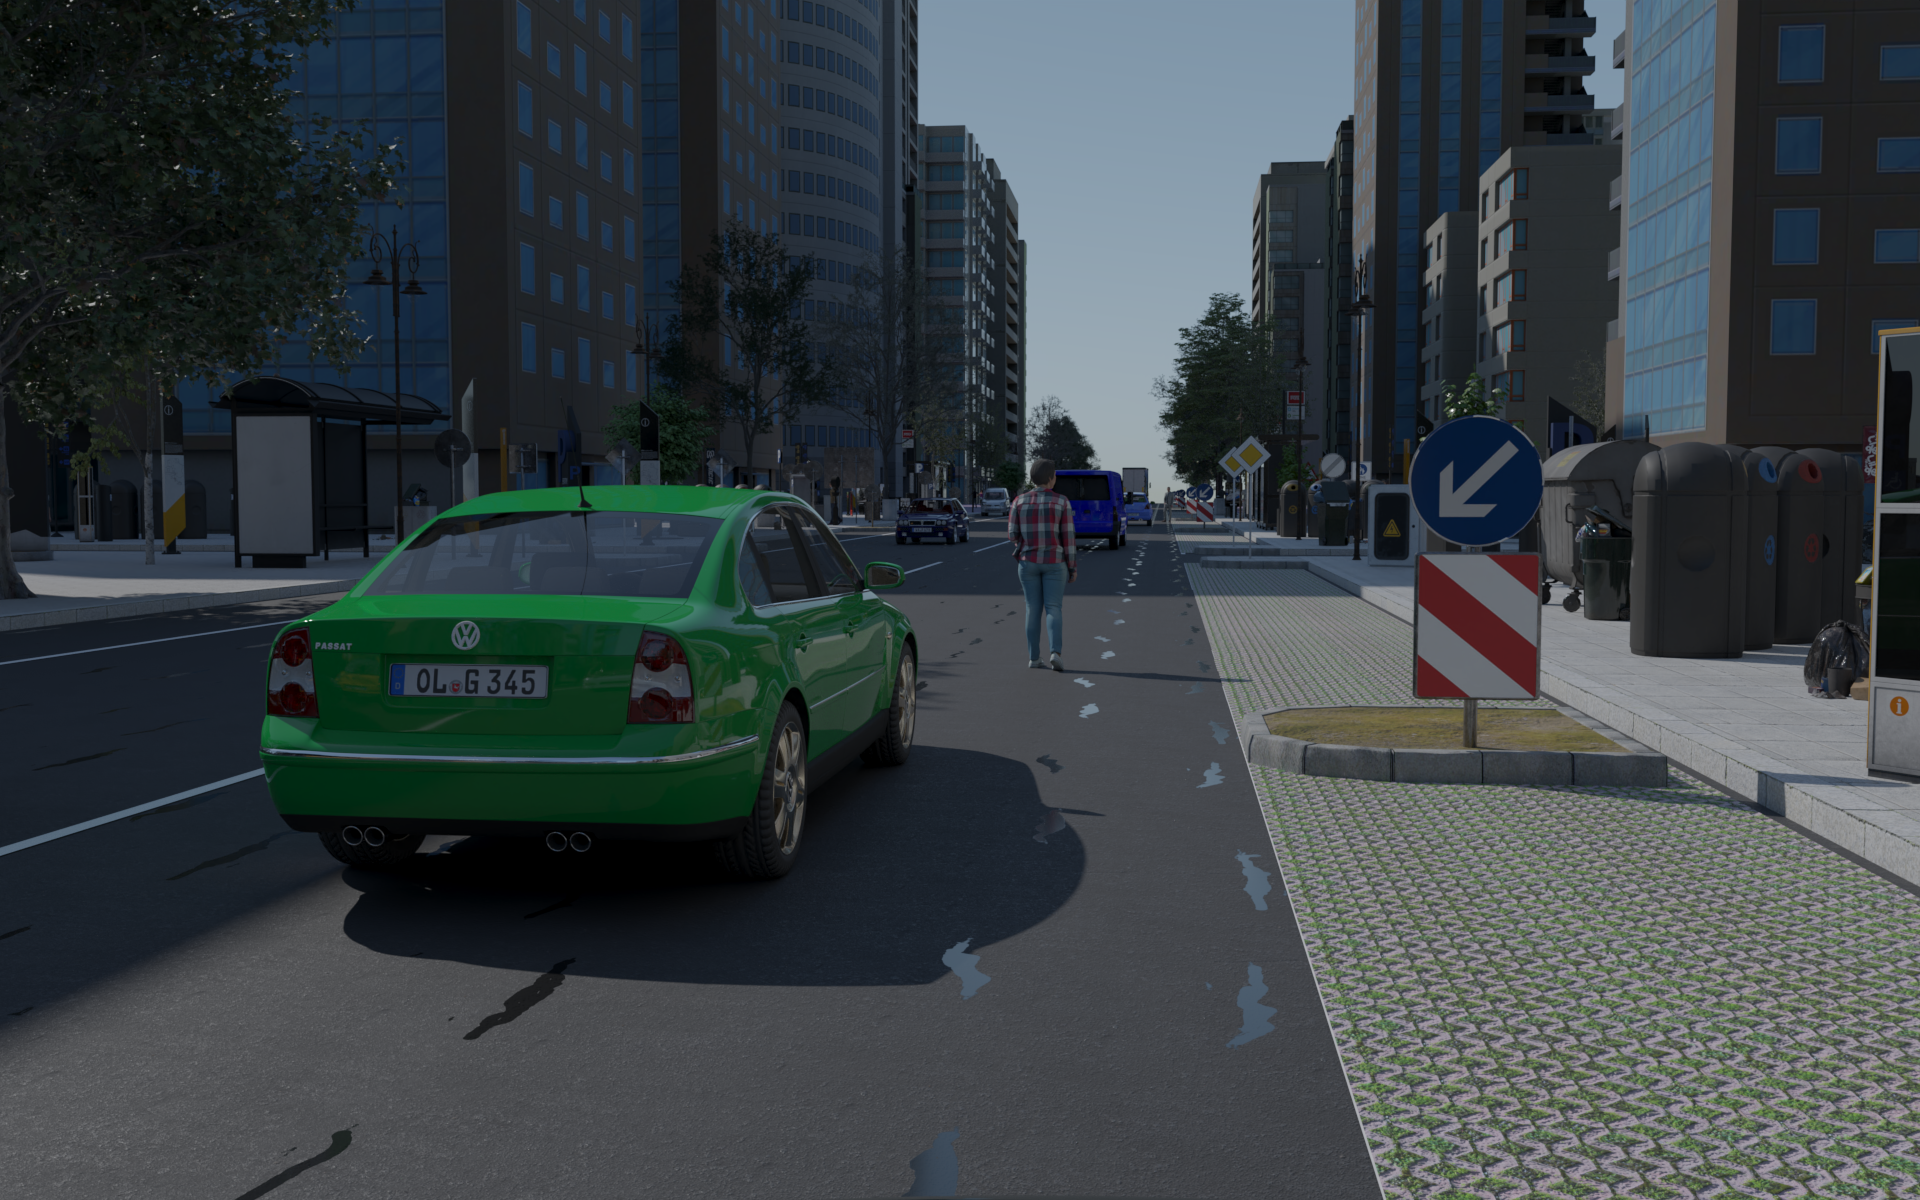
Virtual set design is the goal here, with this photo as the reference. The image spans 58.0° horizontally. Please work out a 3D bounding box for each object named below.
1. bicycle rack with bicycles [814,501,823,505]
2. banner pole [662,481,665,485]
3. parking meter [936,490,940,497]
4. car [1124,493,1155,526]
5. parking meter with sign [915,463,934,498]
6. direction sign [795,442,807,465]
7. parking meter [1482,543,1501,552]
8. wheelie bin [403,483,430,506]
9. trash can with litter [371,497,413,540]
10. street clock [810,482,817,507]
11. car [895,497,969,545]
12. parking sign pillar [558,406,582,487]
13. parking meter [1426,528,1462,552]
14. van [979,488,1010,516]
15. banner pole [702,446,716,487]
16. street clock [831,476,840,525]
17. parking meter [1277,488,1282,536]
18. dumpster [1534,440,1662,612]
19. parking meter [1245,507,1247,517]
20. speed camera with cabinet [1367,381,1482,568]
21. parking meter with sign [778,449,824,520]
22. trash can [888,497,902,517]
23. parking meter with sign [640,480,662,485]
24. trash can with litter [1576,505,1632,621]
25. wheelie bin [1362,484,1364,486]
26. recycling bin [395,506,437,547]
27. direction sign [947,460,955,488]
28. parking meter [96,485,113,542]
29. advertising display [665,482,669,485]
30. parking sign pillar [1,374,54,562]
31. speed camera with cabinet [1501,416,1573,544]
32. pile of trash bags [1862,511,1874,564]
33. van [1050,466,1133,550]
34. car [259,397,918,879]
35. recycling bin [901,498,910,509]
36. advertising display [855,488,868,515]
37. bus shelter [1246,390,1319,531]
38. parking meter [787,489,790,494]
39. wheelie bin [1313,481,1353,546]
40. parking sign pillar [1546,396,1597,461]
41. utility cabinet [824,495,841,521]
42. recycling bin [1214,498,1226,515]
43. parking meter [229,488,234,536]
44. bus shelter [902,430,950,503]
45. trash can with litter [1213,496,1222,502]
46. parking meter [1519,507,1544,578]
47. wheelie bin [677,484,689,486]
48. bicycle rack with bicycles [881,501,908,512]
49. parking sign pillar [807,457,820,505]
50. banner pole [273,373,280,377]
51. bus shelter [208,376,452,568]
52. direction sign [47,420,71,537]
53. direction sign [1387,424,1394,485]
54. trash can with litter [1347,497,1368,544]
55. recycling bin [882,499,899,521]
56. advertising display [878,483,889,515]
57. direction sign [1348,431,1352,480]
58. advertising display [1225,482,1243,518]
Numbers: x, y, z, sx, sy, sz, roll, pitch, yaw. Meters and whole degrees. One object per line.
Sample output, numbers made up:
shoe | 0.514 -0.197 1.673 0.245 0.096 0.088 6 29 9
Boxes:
bicycle rack with bicycles | -8.056 -4.862 92.880 2.852 0.926 2.925 1 4 9
banner pole | -12.203 -4.858 69.448 0.863 3.779 0.401 1 4 9
parking meter | -1.375 -5.891 104.725 0.372 1.533 0.369 0 3 0
car | 7.932 -4.251 79.093 1.945 1.707 3.694 0 4 7
parking meter with sign | -1.845 -6.190 97.474 0.543 3.016 1.738 -2 4 -35
direction sign | -6.980 -5.151 76.219 0.379 3.537 0.876 -3 5 -41
parking meter | 9.924 -1.638 32.488 0.399 1.863 0.255 3 4 36
wheelie bin | -16.269 -2.683 51.775 0.693 1.594 0.980 -3 5 -42
trash can with litter | -16.048 -2.335 49.239 1.678 1.210 2.233 1 4 18
street clock | -8.505 -5.843 100.105 0.471 2.002 0.358 -1 4 -23
car | -0.787 -2.316 50.439 1.945 1.354 3.894 1 4 8
parking sign pillar | -11.763 -3.903 52.290 1.447 3.967 1.447 -2 4 -25
parking meter | 5.833 -0.925 20.836 0.255 1.863 0.399 -2 4 -29
van | 2.312 -6.492 113.155 2.013 2.044 4.112 0 4 6
banner pole | -12.005 -5.652 82.426 0.863 3.779 0.401 1 4 15
street clock | -5.083 -4.051 70.799 0.358 2.002 0.471 1 4 19
parking meter | 9.999 -2.763 53.590 0.372 1.533 0.369 0 3 0
dumpster | 7.213 -0.831 19.339 1.264 1.857 1.865 0 4 6
parking meter | 16.067 -5.385 96.456 0.372 1.533 0.369 0 3 0
speed camera with cabinet | 8.188 -2.193 30.197 2.038 3.252 0.660 3 4 36
parking meter with sign | -6.167 -4.346 67.318 1.738 3.016 0.543 -1 4 -17
trash can | -3.247 -4.557 86.159 0.748 1.137 0.748 0 3 0
parking meter with sign | -9.464 -3.469 52.984 0.543 3.016 1.738 -2 4 -31
trash can with litter | 6.860 -0.384 17.666 1.055 1.170 0.624 1 4 11
wheelie bin | 12.933 -2.940 55.983 0.693 1.594 0.980 -1 4 -22
recycling bin | -11.352 -1.444 36.156 0.722 1.027 0.722 0 4 -5
direction sign | -0.585 -7.608 116.394 0.379 3.537 0.876 2 4 35
parking meter | -23.130 -2.349 46.821 0.372 1.533 0.369 0 3 0
advertising display | -14.113 -4.676 81.668 0.974 1.923 0.123 2 4 29
parking sign pillar | -18.256 -2.737 33.226 1.447 3.967 1.447 -1 4 -23
speed camera with cabinet | 14.893 -3.060 44.360 0.660 3.252 2.038 -3 5 -41
pile of trash bags | 18.280 -1.362 32.020 3.447 1.369 1.912 -2 4 -24
van | 3.422 -2.563 46.289 2.240 2.365 5.245 1 4 9
car | -1.323 0.054 7.911 1.959 1.807 4.718 0 4 8
recycling bin | -3.482 -5.627 104.560 0.722 1.027 0.722 -2 4 -25
advertising display | -6.744 -6.866 117.470 0.123 1.923 0.974 3 4 37
bus shelter | 11.990 -5.325 64.703 2.179 5.291 8.768 0 4 7
parking meter | -7.956 -4.478 81.619 0.372 1.533 0.369 0 3 0
wheelie bin | 9.210 -2.143 42.944 0.980 1.594 0.693 -1 4 -11
parking sign pillar | 16.718 -3.599 47.310 1.447 3.967 1.447 0 4 7
utility cabinet | -6.041 -4.355 82.363 0.306 1.237 1.020 -3 5 -45
recycling bin | 15.675 -5.596 104.045 0.722 1.027 0.722 0 4 -3
parking meter | -22.201 -2.735 53.123 0.372 1.533 0.369 0 3 0
bus shelter | -2.246 -8.120 110.398 2.179 5.291 8.768 0 4 7
trash can with litter | 16.190 -5.840 106.875 1.055 1.170 0.624 -2 4 -32
parking meter | 8.749 -1.106 26.500 0.372 1.533 0.369 0 3 0
wheelie bin | -8.900 -2.857 54.620 0.980 1.594 0.693 -1 4 -11
bicycle rack with bicycles | -3.089 -4.908 93.627 2.925 0.926 2.852 3 5 41
parking sign pillar | -9.837 -7.645 113.471 1.447 3.967 1.447 2 4 23
banner pole | -13.951 -2.817 36.072 0.863 3.779 0.401 -3 4 -37
bus shelter | -11.576 -2.354 32.407 2.014 3.302 5.546 0 4 7
direction sign | -26.944 -3.643 51.556 0.876 3.537 0.379 -1 4 -16
direction sign | 14.051 -3.948 56.547 0.379 3.537 0.876 2 4 24
trash can with litter | 10.779 -2.112 45.591 2.233 1.210 1.678 -2 4 -27
recycling bin | -3.337 -4.325 83.265 0.722 1.027 0.722 0 4 4
advertising display | -4.573 -6.037 103.911 0.123 1.923 0.974 2 4 34
direction sign | 14.102 -4.322 62.659 0.379 3.537 0.876 0 4 7
advertising display | 14.701 -5.371 93.029 0.974 1.923 0.123 2 4 30
